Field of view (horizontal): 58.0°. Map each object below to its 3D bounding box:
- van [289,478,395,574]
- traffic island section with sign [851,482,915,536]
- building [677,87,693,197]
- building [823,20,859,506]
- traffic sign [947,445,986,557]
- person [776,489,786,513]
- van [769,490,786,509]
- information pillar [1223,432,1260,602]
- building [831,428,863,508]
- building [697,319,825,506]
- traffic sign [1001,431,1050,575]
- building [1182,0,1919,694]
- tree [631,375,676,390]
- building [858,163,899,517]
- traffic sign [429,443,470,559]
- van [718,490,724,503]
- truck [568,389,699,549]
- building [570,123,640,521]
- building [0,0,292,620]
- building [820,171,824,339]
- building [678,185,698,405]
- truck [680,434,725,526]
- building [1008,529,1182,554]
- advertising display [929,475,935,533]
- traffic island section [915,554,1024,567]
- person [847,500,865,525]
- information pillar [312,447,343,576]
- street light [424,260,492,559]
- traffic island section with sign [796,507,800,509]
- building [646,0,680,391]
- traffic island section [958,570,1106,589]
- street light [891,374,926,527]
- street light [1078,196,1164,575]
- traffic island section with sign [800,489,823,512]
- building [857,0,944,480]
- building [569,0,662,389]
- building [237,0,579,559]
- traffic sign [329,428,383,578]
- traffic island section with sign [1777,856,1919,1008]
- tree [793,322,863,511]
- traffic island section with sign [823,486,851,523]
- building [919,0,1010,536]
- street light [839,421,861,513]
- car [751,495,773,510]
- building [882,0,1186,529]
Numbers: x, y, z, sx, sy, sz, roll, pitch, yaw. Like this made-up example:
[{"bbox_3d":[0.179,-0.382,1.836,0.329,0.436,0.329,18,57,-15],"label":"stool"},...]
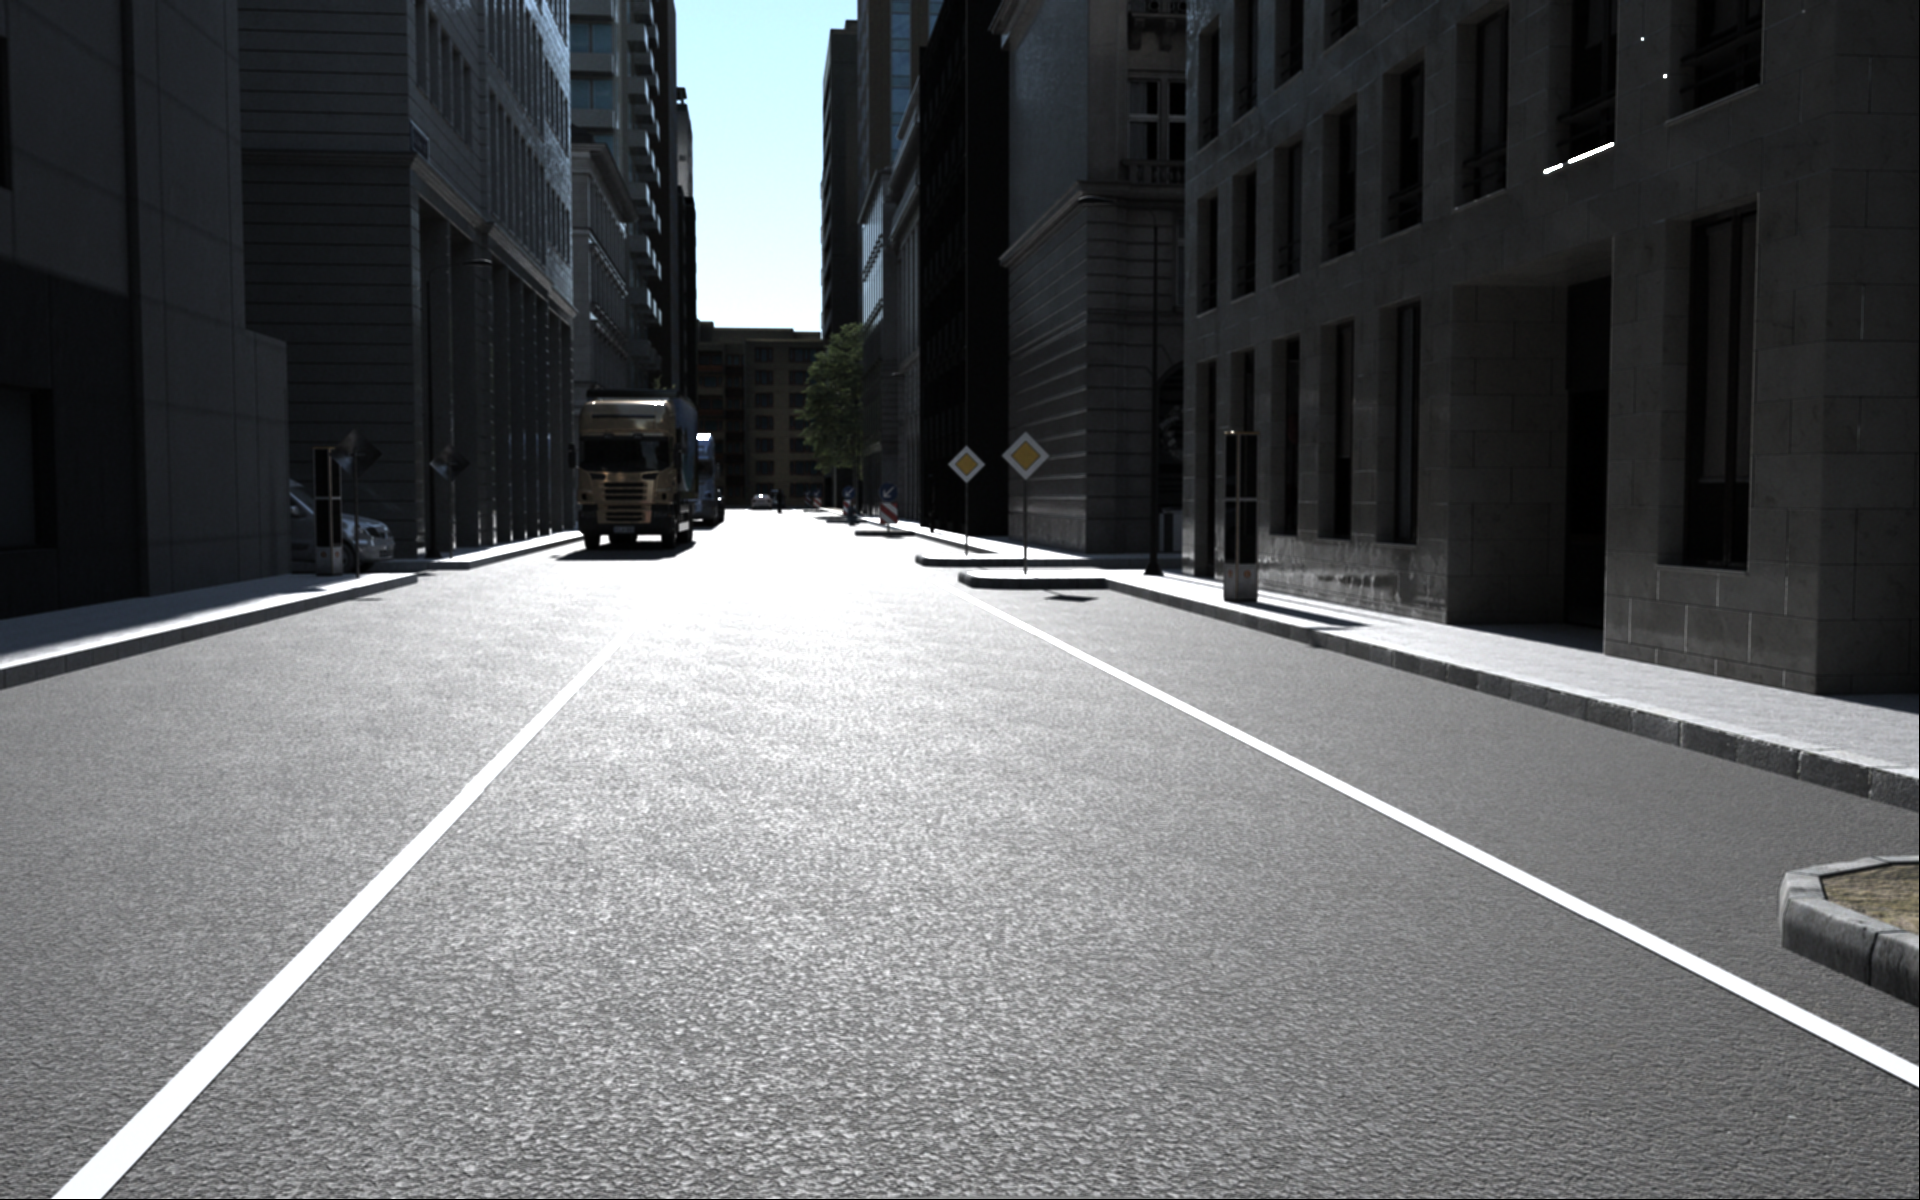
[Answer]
[{"bbox_3d":[-12.281,-1.466,30.978,4.112,2.044,2.013,0,4,-5],"label":"van"},{"bbox_3d":[-2.636,-3.143,60.020,1.989,1.847,2.006,0,4,-6],"label":"traffic island section with sign"},{"bbox_3d":[-34.091,-30.107,175.840,14.086,41.232,14.154,0,4,-6],"label":"building"},{"bbox_3d":[-2.816,-33.772,175.867,21.300,48.544,21.600,0,4,-6],"label":"building"},{"bbox_3d":[0.132,-1.946,35.458,0.795,2.450,0.064,0,4,-6],"label":"traffic sign"},{"bbox_3d":[-13.610,-7.491,130.995,0.705,1.821,1.348,-3,4,-36],"label":"person"},{"bbox_3d":[-18.285,-10.121,172.495,2.013,2.044,4.112,0,4,-7],"label":"van"},{"bbox_3d":[3.347,-0.986,20.607,0.304,2.012,0.304,-2,4,-23],"label":"information pillar"},{"bbox_3d":[0.588,-51.132,148.675,22.319,86.520,31.000,0,4,-6],"label":"building"},{"bbox_3d":[-30.983,-22.049,205.534,28.899,21.520,27.650,0,4,-6],"label":"building"},{"bbox_3d":[1.038,-1.461,27.524,0.795,2.450,0.064,0,4,-6],"label":"traffic sign"},{"bbox_3d":[9.659,-10.066,19.332,10.420,20.320,16.860,0,4,-6],"label":"building"},{"bbox_3d":[-19.252,-9.590,107.165,4.360,8.622,3.978,0,3,0],"label":"tree"},{"bbox_3d":[-0.609,-15.464,101.982,9.793,20.994,18.267,0,4,-6],"label":"building"},{"bbox_3d":[-10.098,-1.876,34.315,0.795,2.450,0.064,0,4,-6],"label":"traffic sign"},{"bbox_3d":[-21.962,-8.978,153.809,2.013,2.044,4.112,0,4,-8],"label":"van"},{"bbox_3d":[-8.928,-3.653,48.640,2.839,4.237,11.283,0,4,-5],"label":"truck"},{"bbox_3d":[-21.949,-14.162,82.464,10.553,20.767,40.483,0,4,-6],"label":"building"},{"bbox_3d":[-19.908,-35.250,14.597,20.611,71.187,20.563,0,4,-6],"label":"building"},{"bbox_3d":[-8.962,-31.678,201.525,14.086,41.232,14.154,0,4,-6],"label":"building"},{"bbox_3d":[-31.727,-23.793,160.716,14.160,30.474,14.107,0,4,-6],"label":"building"},{"bbox_3d":[-12.816,-5.729,83.423,2.967,4.110,18.799,0,4,-6],"label":"truck"},{"bbox_3d":[13.483,-12.328,43.367,24.055,21.916,13.314,0,4,-6],"label":"building"},{"bbox_3d":[-0.931,-3.214,57.766,0.123,1.923,0.974,0,4,5],"label":"advertising display"},{"bbox_3d":[0.154,-0.811,35.538,2.009,0.180,2.903,0,4,-6],"label":"traffic island section"},{"bbox_3d":[-4.881,-4.008,79.530,0.738,1.151,1.012,-1,4,-23],"label":"person"},{"bbox_3d":[-9.899,-1.384,27.127,0.304,2.012,0.304,1,4,13],"label":"information pillar"},{"bbox_3d":[-9.971,-3.786,34.435,1.470,5.913,1.316,0,4,-6],"label":"street light"},{"bbox_3d":[-14.579,-9.534,164.504,1.989,1.847,2.006,0,4,-6],"label":"traffic island section with sign"},{"bbox_3d":[-30.912,-30.273,145.075,14.600,45.320,14.200,0,4,-6],"label":"building"},{"bbox_3d":[1.060,-0.326,27.604,2.009,0.180,2.903,0,4,-6],"label":"traffic island section"},{"bbox_3d":[-1.958,-5.779,67.034,1.470,5.913,1.316,0,4,-6],"label":"street light"},{"bbox_3d":[2.533,-3.347,27.266,1.470,5.913,1.316,0,4,-6],"label":"street light"},{"bbox_3d":[-11.417,-7.846,136.914,1.989,1.847,2.006,0,4,-6],"label":"traffic island section with sign"},{"bbox_3d":[-0.141,-29.117,126.166,14.600,45.320,14.200,0,4,-6],"label":"building"},{"bbox_3d":[-32.900,-30.746,122.304,23.786,49.044,30.456,0,4,-6],"label":"building"},{"bbox_3d":[-17.752,-16.506,47.362,11.434,29.767,29.804,0,4,-6],"label":"building"},{"bbox_3d":[-9.192,-1.391,26.381,0.795,2.450,0.064,0,4,-6],"label":"traffic sign"},{"bbox_3d":[3.635,0.215,5.111,1.989,1.847,2.006,0,4,-6],"label":"traffic island section with sign"},{"bbox_3d":[-7.349,-12.036,114.912,7.486,12.596,7.792,0,3,0],"label":"tree"},{"bbox_3d":[-5.706,-4.783,86.832,1.989,1.847,2.006,0,4,-6],"label":"traffic island section with sign"},{"bbox_3d":[5.424,-14.115,60.461,12.332,23.373,15.834,0,4,-6],"label":"building"},{"bbox_3d":[-6.985,-8.422,110.245,1.470,5.913,1.316,0,4,-6],"label":"street light"},{"bbox_3d":[-18.120,-8.937,158.485,2.083,1.381,4.827,0,4,-6],"label":"car"},{"bbox_3d":[3.821,-14.642,81.200,13.314,21.916,24.055,0,4,-6],"label":"building"}]
